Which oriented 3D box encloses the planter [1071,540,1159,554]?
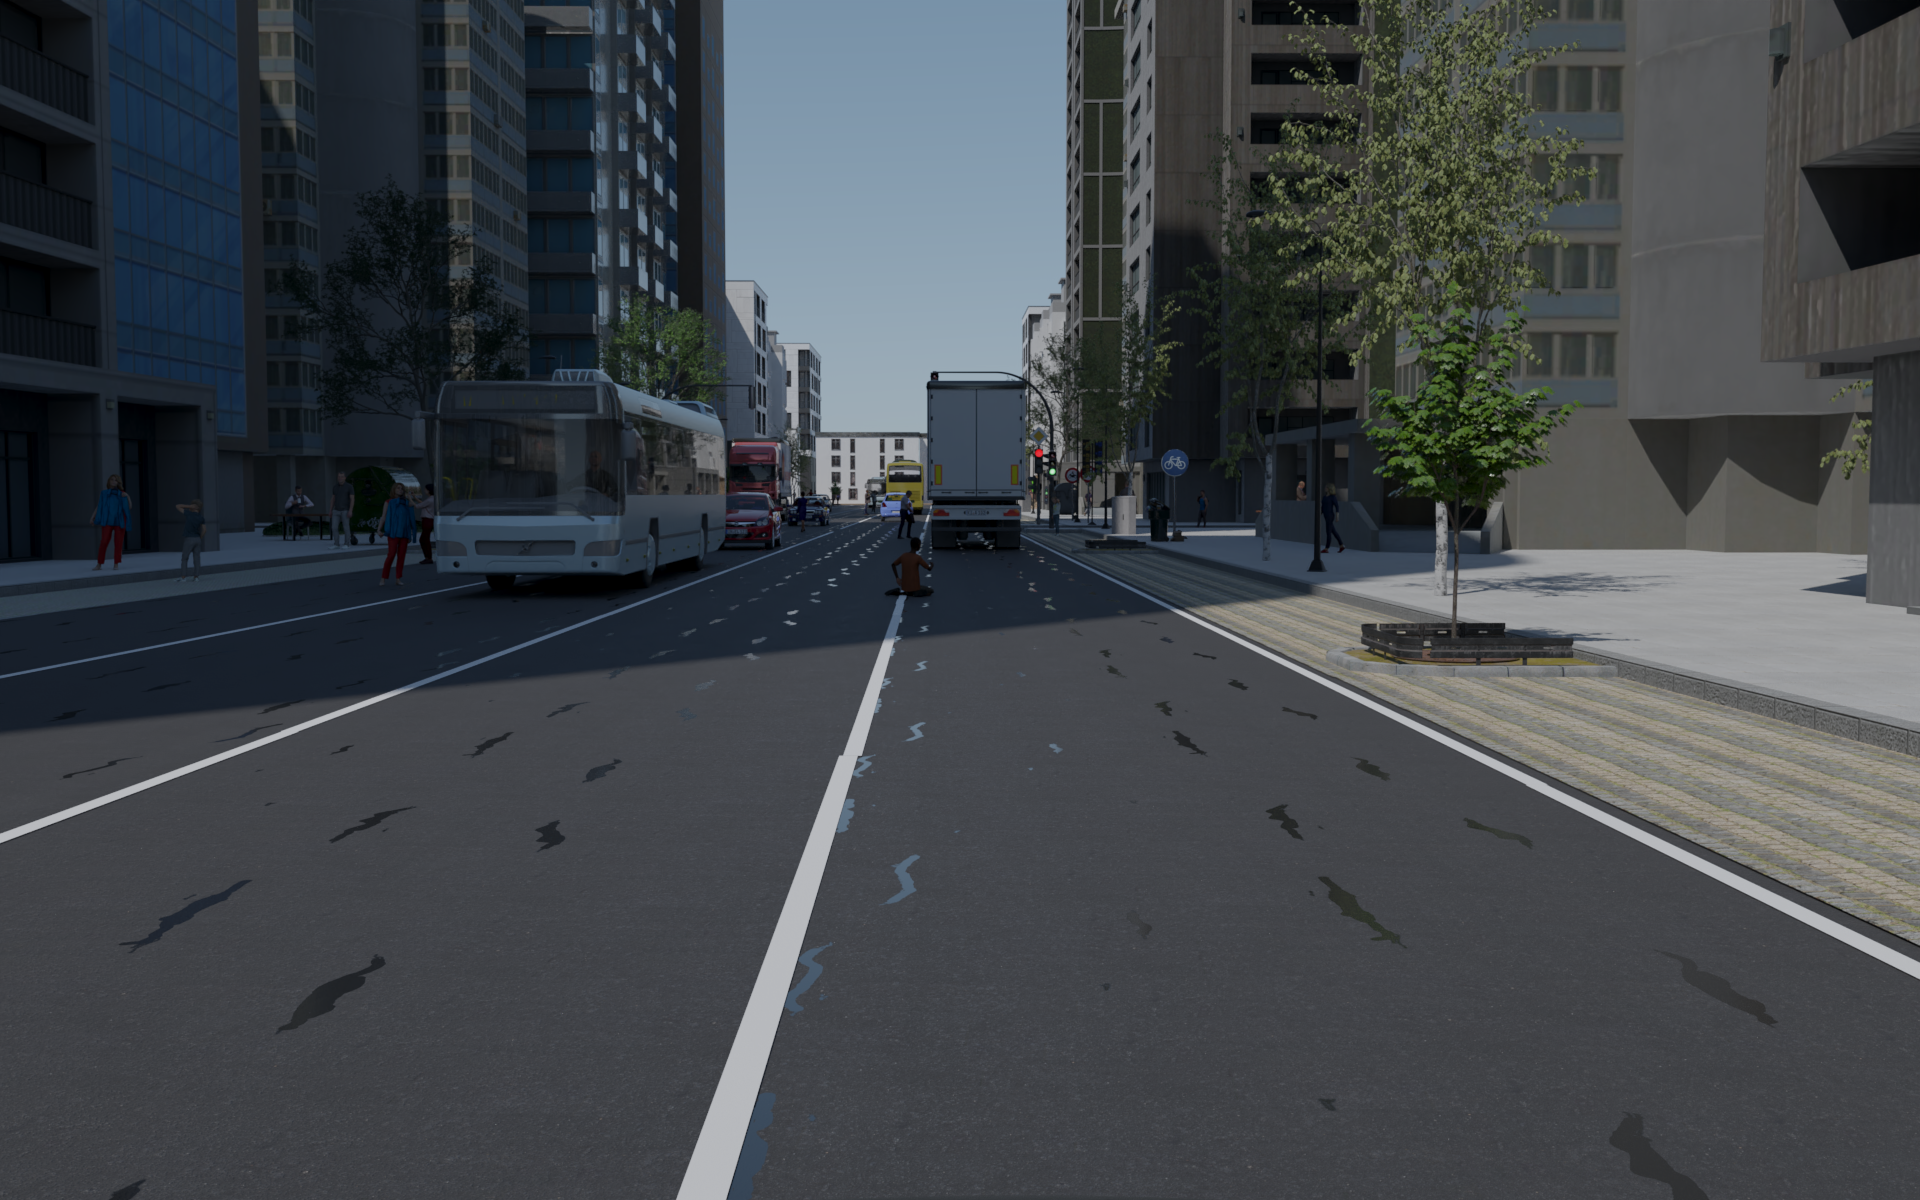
[{"bbox_3d":[3.726,-1.281,42.084,1.991,0.319,1.994,0,4,-1],"label":"planter"}]

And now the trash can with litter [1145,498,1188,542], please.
[{"bbox_3d":[5.570,-2.162,46.733,1.055,1.170,0.624,-1,4,-18],"label":"trash can with litter"}]

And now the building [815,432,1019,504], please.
[{"bbox_3d":[-5.603,-18.130,238.565,28.070,9.664,9.099,0,4,-1],"label":"building"}]

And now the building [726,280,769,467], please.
[{"bbox_3d":[-33.556,-19.530,163.297,27.936,21.610,32.646,0,4,-1],"label":"building"}]

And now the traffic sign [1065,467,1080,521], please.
[{"bbox_3d":[5.395,-5.068,82.965,0.768,2.556,0.104,1,4,8],"label":"traffic sign"}]

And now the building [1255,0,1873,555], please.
[{"bbox_3d":[25.100,-21.552,44.253,32.217,40.220,23.993,0,4,-1],"label":"building"}]

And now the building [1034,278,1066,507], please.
[{"bbox_3d":[15.300,-18.392,157.131,16.016,20.091,11.380,0,4,-1],"label":"building"}]

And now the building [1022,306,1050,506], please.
[{"bbox_3d":[21.121,-22.051,204.506,27.936,21.610,32.646,0,4,-1],"label":"building"}]

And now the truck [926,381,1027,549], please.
[{"bbox_3d":[0.425,-3.637,48.372,2.839,4.237,11.283,0,4,0],"label":"truck"}]

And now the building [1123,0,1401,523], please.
[{"bbox_3d":[15.399,-18.911,80.896,14.107,30.474,14.160,0,4,-1],"label":"building"}]

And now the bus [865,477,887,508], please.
[{"bbox_3d":[-8.316,-11.363,180.652,2.948,3.499,13.247,0,4,-2],"label":"bus"}]

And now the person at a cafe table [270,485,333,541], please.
[{"bbox_3d":[-18.260,-2.423,48.137,1.698,1.524,1.622,-3,5,-42],"label":"person at a cafe table"}]

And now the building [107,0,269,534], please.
[{"bbox_3d":[-30.618,-24.517,50.966,14.200,45.320,14.600,0,4,-1],"label":"building"}]

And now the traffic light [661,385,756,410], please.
[{"bbox_3d":[-10.870,-5.955,72.025,4.771,5.953,1.251,0,4,-1],"label":"traffic light"}]

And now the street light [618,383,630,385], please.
[{"bbox_3d":[-14.455,-6.100,72.274,1.470,5.913,1.316,0,4,-1],"label":"street light"}]

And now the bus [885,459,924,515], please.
[{"bbox_3d":[-3.909,-8.022,122.708,2.896,3.916,12.252,0,4,-2],"label":"bus"}]

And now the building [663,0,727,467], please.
[{"bbox_3d":[-26.096,-29.671,135.236,14.600,45.320,14.200,0,4,-1],"label":"building"}]

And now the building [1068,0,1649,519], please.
[{"bbox_3d":[23.508,-25.742,112.763,32.217,40.220,23.993,0,4,-1],"label":"building"}]

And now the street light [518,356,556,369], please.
[{"bbox_3d":[-14.256,-5.243,58.256,1.470,5.913,1.316,0,4,-1],"label":"street light"}]

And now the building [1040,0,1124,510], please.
[{"bbox_3d":[17.028,-42.598,134.723,20.563,71.187,20.611,0,4,-1],"label":"building"}]

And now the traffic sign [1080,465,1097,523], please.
[{"bbox_3d":[5.670,-4.671,76.483,0.768,2.556,0.104,0,4,8],"label":"traffic sign"}]

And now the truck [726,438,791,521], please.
[{"bbox_3d":[-10.238,-6.111,88.831,2.839,4.237,11.283,0,4,-2],"label":"truck"}]

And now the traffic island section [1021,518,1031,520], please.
[{"bbox_3d":[2.938,-4.564,97.494,1.991,0.108,1.994,0,4,-1],"label":"traffic island section"}]

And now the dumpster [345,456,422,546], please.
[{"bbox_3d":[-14.664,-2.531,43.877,1.502,2.255,1.985,0,4,-1],"label":"dumpster"}]

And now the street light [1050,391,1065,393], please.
[{"bbox_3d":[4.751,-6.443,77.881,1.470,5.913,1.316,0,4,-1],"label":"street light"}]

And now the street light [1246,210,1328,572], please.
[{"bbox_3d":[5.372,-3.422,28.497,1.470,5.913,1.316,0,4,-1],"label":"street light"}]

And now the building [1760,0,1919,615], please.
[{"bbox_3d":[16.018,-14.978,16.586,14.160,30.474,14.107,0,4,-1],"label":"building"}]

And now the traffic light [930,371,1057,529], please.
[{"bbox_3d":[1.282,-5.467,64.050,4.771,5.953,1.251,0,4,-1],"label":"traffic light"}]

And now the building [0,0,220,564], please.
[{"bbox_3d":[-26.859,-36.333,32.303,20.563,71.187,20.611,0,4,-1],"label":"building"}]

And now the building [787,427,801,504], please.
[{"bbox_3d":[-34.267,-16.778,216.469,28.070,9.664,9.099,0,4,-1],"label":"building"}]

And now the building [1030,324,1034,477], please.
[{"bbox_3d":[14.992,-19.113,168.911,16.016,20.091,11.380,0,4,-1],"label":"building"}]

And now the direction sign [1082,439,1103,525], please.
[{"bbox_3d":[5.479,-4.877,71.738,0.876,3.537,0.379,-1,4,-13],"label":"direction sign"}]

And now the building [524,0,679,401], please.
[{"bbox_3d":[-30.790,-30.162,112.750,23.786,49.044,30.456,0,4,-1],"label":"building"}]

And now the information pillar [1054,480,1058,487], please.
[{"bbox_3d":[4.903,-5.213,89.726,0.304,2.012,0.304,1,4,20],"label":"information pillar"}]

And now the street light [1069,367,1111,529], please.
[{"bbox_3d":[4.821,-5.566,63.542,1.470,5.913,1.316,0,4,-1],"label":"street light"}]

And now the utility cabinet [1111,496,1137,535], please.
[{"bbox_3d":[5.205,-2.688,55.104,0.306,1.237,1.020,-2,4,-28],"label":"utility cabinet"}]

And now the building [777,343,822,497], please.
[{"bbox_3d":[-36.773,-24.694,247.715,32.646,21.610,27.936,0,4,-1],"label":"building"}]

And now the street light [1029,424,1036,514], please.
[{"bbox_3d":[4.199,-8.525,111.931,1.470,5.913,1.316,0,4,-1],"label":"street light"}]

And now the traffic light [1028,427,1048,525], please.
[{"bbox_3d":[3.259,-5.094,72.205,0.839,4.253,0.868,0,4,-1],"label":"traffic light"}]

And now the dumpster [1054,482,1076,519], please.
[{"bbox_3d":[5.324,-4.983,87.234,1.264,1.857,1.865,0,4,-1],"label":"dumpster"}]

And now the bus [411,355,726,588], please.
[{"bbox_3d":[-5.993,-2.096,29.128,2.948,3.499,13.247,0,4,-1],"label":"bus"}]

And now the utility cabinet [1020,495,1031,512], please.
[{"bbox_3d":[4.656,-6.877,123.603,0.306,1.237,1.020,3,5,40],"label":"utility cabinet"}]

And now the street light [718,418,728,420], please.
[{"bbox_3d":[-14.916,-8.183,106.326,1.470,5.913,1.316,0,4,-1],"label":"street light"}]

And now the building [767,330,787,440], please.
[{"bbox_3d":[-27.715,-20.884,197.874,16.016,20.091,11.380,0,4,-1],"label":"building"}]

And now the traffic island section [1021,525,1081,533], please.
[{"bbox_3d":[3.413,-2.572,64.335,2.009,0.180,2.903,0,4,-1],"label":"traffic island section"}]

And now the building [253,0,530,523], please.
[{"bbox_3d":[-35.103,-24.075,85.515,32.217,40.220,23.993,0,4,-1],"label":"building"}]
